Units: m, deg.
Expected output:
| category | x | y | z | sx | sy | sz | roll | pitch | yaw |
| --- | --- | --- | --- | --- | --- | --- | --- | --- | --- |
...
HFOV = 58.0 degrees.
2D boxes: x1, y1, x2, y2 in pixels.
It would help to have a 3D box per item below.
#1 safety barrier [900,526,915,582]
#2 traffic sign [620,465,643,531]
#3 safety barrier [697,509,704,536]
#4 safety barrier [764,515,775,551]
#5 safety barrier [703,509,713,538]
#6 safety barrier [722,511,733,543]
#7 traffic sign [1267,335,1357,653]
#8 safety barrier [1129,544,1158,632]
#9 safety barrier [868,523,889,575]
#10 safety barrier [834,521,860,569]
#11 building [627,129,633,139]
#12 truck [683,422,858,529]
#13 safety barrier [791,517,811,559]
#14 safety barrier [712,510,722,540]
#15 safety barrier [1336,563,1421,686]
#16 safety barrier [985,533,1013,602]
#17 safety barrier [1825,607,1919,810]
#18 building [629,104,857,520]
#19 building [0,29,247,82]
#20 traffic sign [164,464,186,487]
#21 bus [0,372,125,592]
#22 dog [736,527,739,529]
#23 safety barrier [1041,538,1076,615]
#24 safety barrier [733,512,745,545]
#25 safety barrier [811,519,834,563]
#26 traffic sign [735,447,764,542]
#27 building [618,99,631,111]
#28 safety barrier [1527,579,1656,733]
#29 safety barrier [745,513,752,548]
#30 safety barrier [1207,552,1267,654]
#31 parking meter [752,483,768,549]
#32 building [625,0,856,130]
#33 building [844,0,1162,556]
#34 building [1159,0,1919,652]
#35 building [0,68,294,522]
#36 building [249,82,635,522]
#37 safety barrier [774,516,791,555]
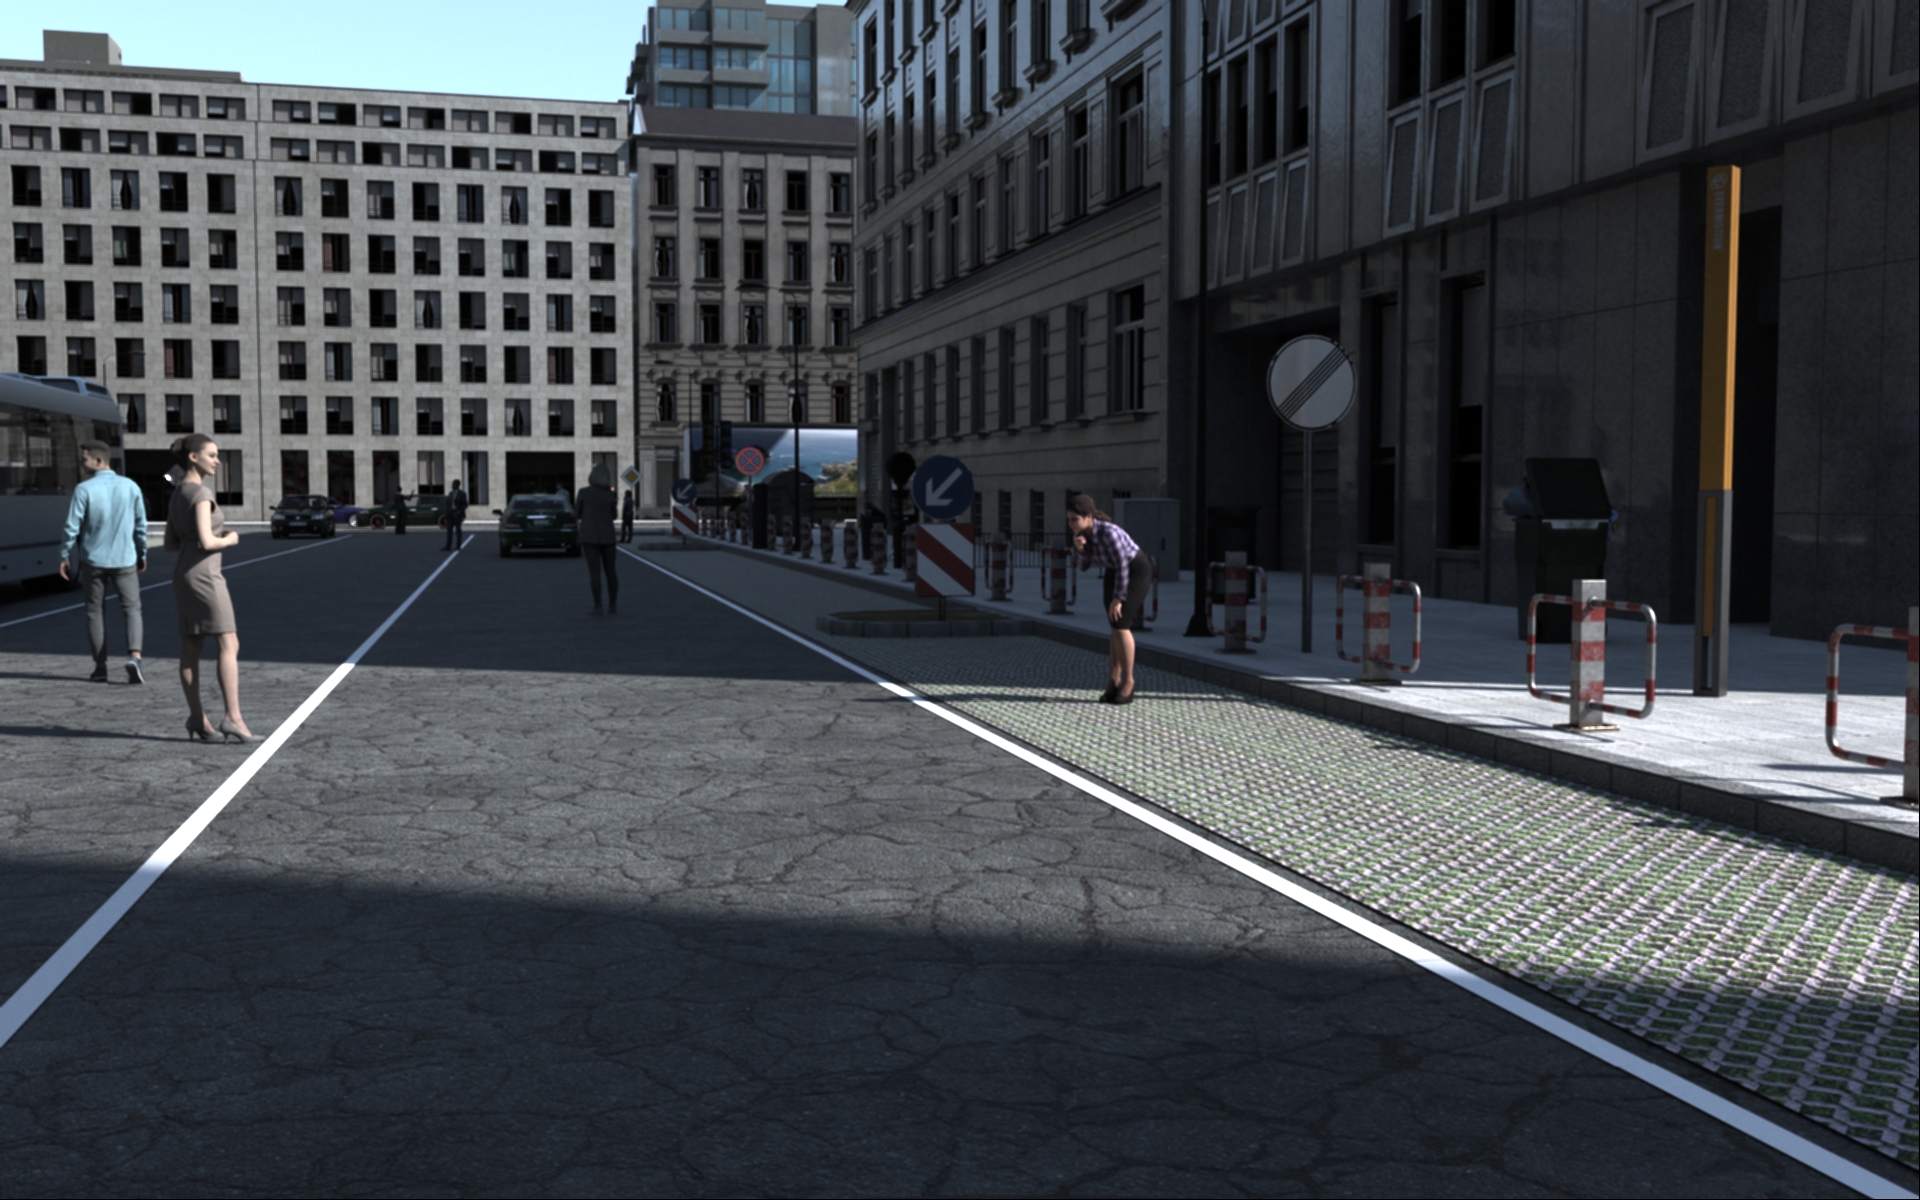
| category | x | y | z | sx | sy | sz | roll | pitch | yaw |
| --- | --- | --- | --- | --- | --- | --- | --- | --- | --- |
| safety barrier | -0.707 | -0.672 | 25.265 | 0.300 | 0.817 | 1.120 | -1 | 4 | -14 |
| traffic sign | -11.508 | -3.491 | 60.726 | 0.795 | 2.450 | 0.064 | -1 | 4 | -14 |
| safety barrier | -7.758 | -2.342 | 52.565 | 0.300 | 0.817 | 1.120 | -1 | 4 | -14 |
| safety barrier | -4.235 | -1.507 | 38.919 | 0.300 | 0.817 | 1.120 | -1 | 4 | -14 |
| safety barrier | -7.172 | -2.202 | 50.282 | 0.300 | 0.817 | 1.120 | -1 | 4 | -14 |
| safety barrier | -6.001 | -1.924 | 45.738 | 0.300 | 0.817 | 1.120 | -1 | 4 | -14 |
| traffic sign | 2.811 | -0.848 | 13.970 | 0.768 | 2.556 | 0.104 | -1 | 4 | -12 |
| safety barrier | 1.633 | -0.118 | 16.204 | 0.300 | 0.817 | 1.120 | -1 | 4 | -14 |
| safety barrier | -1.294 | -0.811 | 27.530 | 0.300 | 0.817 | 1.120 | -1 | 4 | -14 |
| safety barrier | -1.878 | -0.950 | 29.801 | 0.300 | 0.817 | 1.120 | -1 | 4 | -14 |
| building | -29.620 | -33.418 | 201.008 | 22.147 | 44.769 | 28.867 | -1 | 4 | -14 |
| truck | -5.404 | -4.960 | 70.015 | 11.283 | 4.237 | 2.839 | -1 | 4 | -15 |
| safety barrier | -3.059 | -1.229 | 34.364 | 0.300 | 0.817 | 1.120 | -1 | 4 | -14 |
| safety barrier | -6.585 | -2.064 | 48.017 | 0.300 | 0.817 | 1.120 | -1 | 4 | -14 |
| safety barrier | 2.805 | 0.160 | 11.664 | 0.300 | 0.817 | 1.120 | -1 | 4 | -14 |
| safety barrier | 0.464 | -0.395 | 20.734 | 0.300 | 0.817 | 1.120 | -1 | 4 | -14 |
| safety barrier | 3.981 | 0.438 | 7.118 | 0.300 | 0.817 | 1.120 | -1 | 4 | -14 |
| building | -8.145 | -14.757 | 90.426 | 18.267 | 20.994 | 9.793 | -1 | 4 | -14 |
| building | -73.452 | -28.027 | 150.128 | 32.217 | 40.220 | 23.993 | -1 | 4 | -14 |
| traffic sign | -25.790 | -3.268 | 57.071 | 0.795 | 2.450 | 0.064 | -1 | 4 | -14 |
| bus | -13.381 | -1.659 | 21.981 | 2.948 | 3.499 | 13.247 | -1 | 4 | -15 |
| dog | -8.598 | -2.840 | 66.634 | 0.748 | 0.427 | 0.550 | -2 | 4 | -31 |
| safety barrier | 1.048 | -0.256 | 18.469 | 0.300 | 0.817 | 1.120 | -1 | 4 | -14 |
| safety barrier | -5.406 | -1.786 | 43.472 | 0.300 | 0.817 | 1.120 | -1 | 4 | -14 |
| safety barrier | -2.470 | -1.090 | 32.096 | 0.300 | 0.817 | 1.120 | -1 | 4 | -14 |
| traffic sign | -5.644 | -2.841 | 46.560 | 0.768 | 2.556 | 0.104 | -1 | 4 | -8 |
| building | -35.781 | -43.474 | 252.796 | 28.212 | 58.520 | 21.231 | -1 | 4 | -14 |
| safety barrier | 3.401 | 0.299 | 9.384 | 0.300 | 0.817 | 1.120 | -1 | 4 | -14 |
| safety barrier | -4.824 | -1.646 | 41.194 | 0.300 | 0.817 | 1.120 | -1 | 4 | -14 |
| safety barrier | 2.218 | 0.021 | 13.939 | 0.300 | 0.817 | 1.120 | -1 | 4 | -14 |
| parking meter | -4.665 | -1.959 | 40.435 | 0.372 | 1.533 | 0.369 | 0 | 3 | 0 |
| building | -21.306 | -33.795 | 172.151 | 23.786 | 49.044 | 30.456 | -1 | 4 | -14 |
| building | 7.109 | -12.985 | 45.587 | 16.112 | 22.955 | 30.059 | -1 | 4 | -14 |
| building | 11.663 | -12.386 | 20.538 | 12.078 | 24.808 | 19.932 | -1 | 4 | -14 |
| building | -41.480 | -13.891 | 81.876 | 16.860 | 20.320 | 10.420 | -1 | 4 | -14 |
| building | -25.145 | -14.146 | 86.046 | 16.860 | 20.320 | 10.420 | -1 | 4 | -14 |
| safety barrier | -3.648 | -1.368 | 36.644 | 0.300 | 0.817 | 1.120 | -1 | 4 | -14 |
